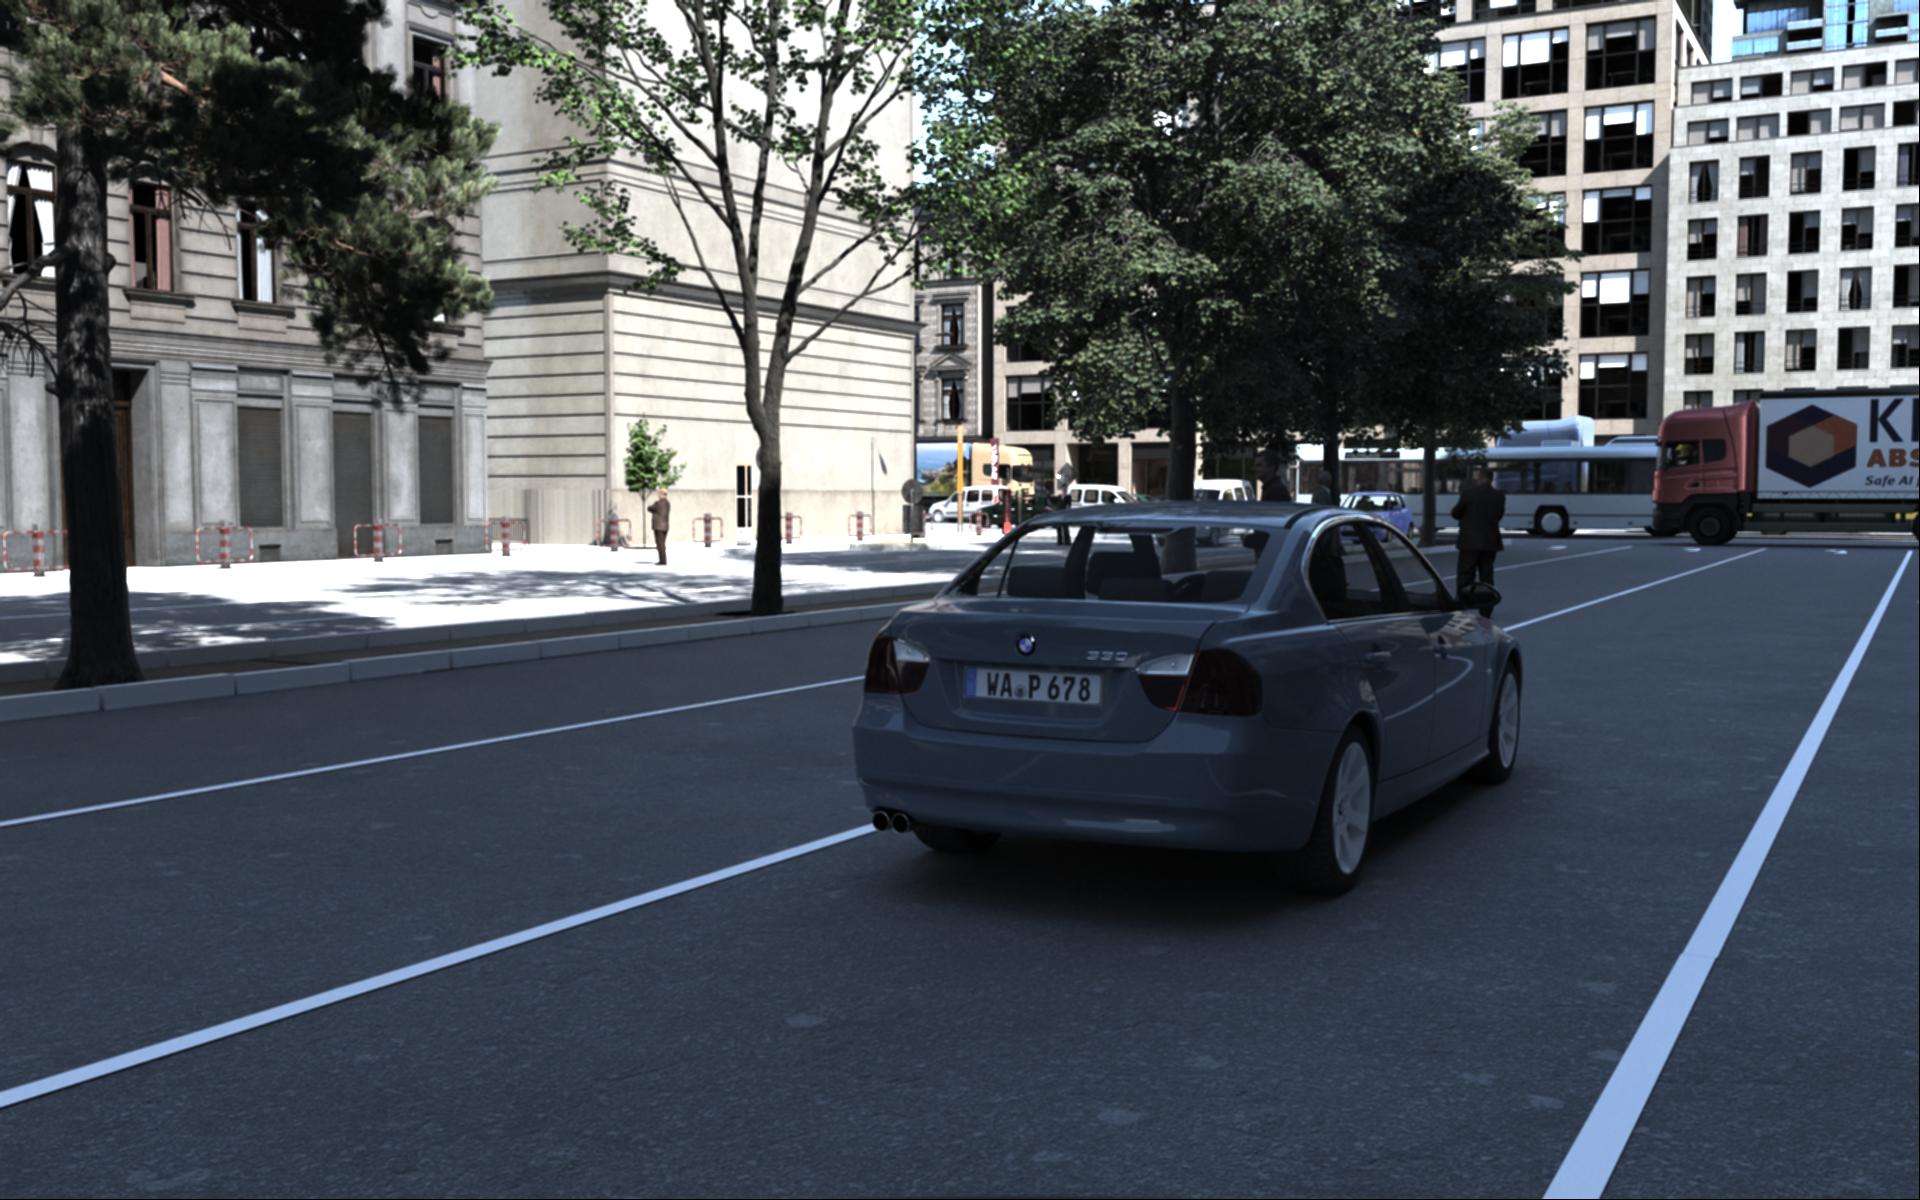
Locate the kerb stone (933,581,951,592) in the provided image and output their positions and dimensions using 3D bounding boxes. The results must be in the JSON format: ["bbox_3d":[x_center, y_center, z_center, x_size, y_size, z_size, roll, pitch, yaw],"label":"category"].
[{"bbox_3d":[-0.209,-0.198,25.477,0.120,0.150,1.000,2,4,29],"label":"kerb stone"}]

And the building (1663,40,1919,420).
[{"bbox_3d":[40.948,-13.567,76.575,16.860,20.320,10.420,2,4,29],"label":"building"}]

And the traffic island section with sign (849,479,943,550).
[{"bbox_3d":[-1.540,-2.239,45.227,1.989,1.847,2.006,2,4,29],"label":"traffic island section with sign"}]

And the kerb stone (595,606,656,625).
[{"bbox_3d":[-3.771,0.183,19.203,0.120,0.150,1.000,2,4,29],"label":"kerb stone"}]

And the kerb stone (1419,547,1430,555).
[{"bbox_3d":[10.765,-1.125,40.614,0.120,0.150,1.000,2,4,29],"label":"kerb stone"}]

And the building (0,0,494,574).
[{"bbox_3d":[-18.509,-11.129,31.108,9.793,20.994,18.267,2,4,29],"label":"building"}]

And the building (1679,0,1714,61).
[{"bbox_3d":[89.988,-48.853,237.004,20.611,71.187,20.563,2,4,29],"label":"building"}]

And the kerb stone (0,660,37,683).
[{"bbox_3d":[-7.327,0.568,12.912,0.120,0.150,1.000,2,4,29],"label":"kerb stone"}]

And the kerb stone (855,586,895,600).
[{"bbox_3d":[-1.230,-0.091,23.683,0.120,0.150,1.000,2,4,29],"label":"kerb stone"}]

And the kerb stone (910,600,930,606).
[{"bbox_3d":[-0.405,0.083,20.887,0.120,0.150,1.000,2,4,29],"label":"kerb stone"}]

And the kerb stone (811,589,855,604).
[{"bbox_3d":[-1.733,-0.036,22.785,0.120,0.150,1.000,2,4,29],"label":"kerb stone"}]

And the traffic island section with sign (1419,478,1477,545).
[{"bbox_3d":[14.186,-2.482,48.715,2.006,1.907,1.989,2,4,29],"label":"traffic island section with sign"}]

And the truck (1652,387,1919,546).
[{"bbox_3d":[24.259,-3.560,47.113,11.283,4.237,2.839,2,4,29],"label":"truck"}]

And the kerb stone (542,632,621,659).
[{"bbox_3d":[-3.438,0.408,15.522,0.120,0.150,1.000,2,4,29],"label":"kerb stone"}]

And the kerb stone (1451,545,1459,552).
[{"bbox_3d":[12.292,-1.291,43.295,0.120,0.150,1.000,2,4,29],"label":"kerb stone"}]

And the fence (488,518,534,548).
[{"bbox_3d":[-11.091,-1.641,42.205,2.069,0.683,0.278,3,5,40],"label":"fence"}]

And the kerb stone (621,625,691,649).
[{"bbox_3d":[-2.933,0.355,16.417,0.120,0.150,1.000,2,4,29],"label":"kerb stone"}]

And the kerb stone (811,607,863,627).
[{"bbox_3d":[-1.415,0.189,19.098,0.120,0.150,1.000,2,4,29],"label":"kerb stone"}]

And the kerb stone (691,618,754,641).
[{"bbox_3d":[-2.432,0.303,17.313,0.120,0.150,1.000,2,4,29],"label":"kerb stone"}]

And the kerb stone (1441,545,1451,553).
[{"bbox_3d":[11.779,-1.235,42.405,0.120,0.150,1.000,2,4,29],"label":"kerb stone"}]

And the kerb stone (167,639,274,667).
[{"bbox_3d":[-6.310,0.458,14.711,0.120,0.150,1.000,2,4,29],"label":"kerb stone"}]

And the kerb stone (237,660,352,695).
[{"bbox_3d":[-4.963,0.584,12.829,0.120,0.150,1.000,2,4,29],"label":"kerb stone"}]

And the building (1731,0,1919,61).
[{"bbox_3d":[113.097,-55.800,224.999,31.000,86.520,22.319,2,4,29],"label":"building"}]

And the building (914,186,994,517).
[{"bbox_3d":[-4.560,-14.567,102.794,19.286,19.102,10.561,2,4,29],"label":"building"}]

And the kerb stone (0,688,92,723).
[{"bbox_3d":[-5.984,0.686,11.038,0.120,0.150,1.000,2,4,29],"label":"kerb stone"}]

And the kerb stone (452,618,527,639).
[{"bbox_3d":[-4.781,0.293,17.405,0.120,0.150,1.000,2,4,29],"label":"kerb stone"}]

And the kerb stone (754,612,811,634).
[{"bbox_3d":[-1.924,0.244,18.206,0.120,0.150,1.000,2,4,29],"label":"kerb stone"}]

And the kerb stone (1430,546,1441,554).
[{"bbox_3d":[11.276,-1.179,41.508,0.120,0.150,1.000,2,4,29],"label":"kerb stone"}]

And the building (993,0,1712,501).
[{"bbox_3d":[21.336,-17.674,93.491,34.151,26.468,19.350,2,4,29],"label":"building"}]

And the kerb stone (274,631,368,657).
[{"bbox_3d":[-5.797,0.403,15.609,0.120,0.150,1.000,2,4,29],"label":"kerb stone"}]

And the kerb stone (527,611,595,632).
[{"bbox_3d":[-4.272,0.245,18.306,0.120,0.150,1.000,2,4,29],"label":"kerb stone"}]

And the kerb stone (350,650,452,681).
[{"bbox_3d":[-4.462,0.518,13.728,0.120,0.150,1.000,2,4,29],"label":"kerb stone"}]

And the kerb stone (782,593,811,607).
[{"bbox_3d":[-2.248,0.019,21.884,0.120,0.150,1.000,2,4,29],"label":"kerb stone"}]

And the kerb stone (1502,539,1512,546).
[{"bbox_3d":[15.330,-1.619,48.669,0.120,0.150,1.000,2,4,29],"label":"kerb stone"}]

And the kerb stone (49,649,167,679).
[{"bbox_3d":[-6.825,0.515,13.808,0.120,0.150,1.000,2,4,29],"label":"kerb stone"}]

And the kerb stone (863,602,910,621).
[{"bbox_3d":[-0.913,0.139,19.994,0.120,0.150,1.000,2,4,29],"label":"kerb stone"}]

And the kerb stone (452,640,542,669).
[{"bbox_3d":[-3.946,0.465,14.617,0.120,0.150,1.000,2,4,29],"label":"kerb stone"}]

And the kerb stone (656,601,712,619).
[{"bbox_3d":[-3.264,0.128,20.096,0.120,0.150,1.000,2,4,29],"label":"kerb stone"}]

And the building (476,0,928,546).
[{"bbox_3d":[-17.370,-13.570,55.153,30.059,22.955,16.112,2,4,29],"label":"building"}]

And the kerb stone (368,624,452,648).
[{"bbox_3d":[-5.288,0.348,16.512,0.120,0.150,1.000,2,4,29],"label":"kerb stone"}]

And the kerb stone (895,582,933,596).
[{"bbox_3d":[-0.722,-0.142,24.575,0.120,0.150,1.000,2,4,29],"label":"kerb stone"}]

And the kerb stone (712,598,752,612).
[{"bbox_3d":[-2.759,0.074,20.992,0.120,0.150,1.000,2,4,29],"label":"kerb stone"}]

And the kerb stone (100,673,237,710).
[{"bbox_3d":[-5.468,0.628,11.932,0.120,0.150,1.000,2,4,29],"label":"kerb stone"}]

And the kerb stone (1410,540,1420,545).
[{"bbox_3d":[12.485,-1.567,47.919,0.120,0.150,1.000,2,4,29],"label":"kerb stone"}]
